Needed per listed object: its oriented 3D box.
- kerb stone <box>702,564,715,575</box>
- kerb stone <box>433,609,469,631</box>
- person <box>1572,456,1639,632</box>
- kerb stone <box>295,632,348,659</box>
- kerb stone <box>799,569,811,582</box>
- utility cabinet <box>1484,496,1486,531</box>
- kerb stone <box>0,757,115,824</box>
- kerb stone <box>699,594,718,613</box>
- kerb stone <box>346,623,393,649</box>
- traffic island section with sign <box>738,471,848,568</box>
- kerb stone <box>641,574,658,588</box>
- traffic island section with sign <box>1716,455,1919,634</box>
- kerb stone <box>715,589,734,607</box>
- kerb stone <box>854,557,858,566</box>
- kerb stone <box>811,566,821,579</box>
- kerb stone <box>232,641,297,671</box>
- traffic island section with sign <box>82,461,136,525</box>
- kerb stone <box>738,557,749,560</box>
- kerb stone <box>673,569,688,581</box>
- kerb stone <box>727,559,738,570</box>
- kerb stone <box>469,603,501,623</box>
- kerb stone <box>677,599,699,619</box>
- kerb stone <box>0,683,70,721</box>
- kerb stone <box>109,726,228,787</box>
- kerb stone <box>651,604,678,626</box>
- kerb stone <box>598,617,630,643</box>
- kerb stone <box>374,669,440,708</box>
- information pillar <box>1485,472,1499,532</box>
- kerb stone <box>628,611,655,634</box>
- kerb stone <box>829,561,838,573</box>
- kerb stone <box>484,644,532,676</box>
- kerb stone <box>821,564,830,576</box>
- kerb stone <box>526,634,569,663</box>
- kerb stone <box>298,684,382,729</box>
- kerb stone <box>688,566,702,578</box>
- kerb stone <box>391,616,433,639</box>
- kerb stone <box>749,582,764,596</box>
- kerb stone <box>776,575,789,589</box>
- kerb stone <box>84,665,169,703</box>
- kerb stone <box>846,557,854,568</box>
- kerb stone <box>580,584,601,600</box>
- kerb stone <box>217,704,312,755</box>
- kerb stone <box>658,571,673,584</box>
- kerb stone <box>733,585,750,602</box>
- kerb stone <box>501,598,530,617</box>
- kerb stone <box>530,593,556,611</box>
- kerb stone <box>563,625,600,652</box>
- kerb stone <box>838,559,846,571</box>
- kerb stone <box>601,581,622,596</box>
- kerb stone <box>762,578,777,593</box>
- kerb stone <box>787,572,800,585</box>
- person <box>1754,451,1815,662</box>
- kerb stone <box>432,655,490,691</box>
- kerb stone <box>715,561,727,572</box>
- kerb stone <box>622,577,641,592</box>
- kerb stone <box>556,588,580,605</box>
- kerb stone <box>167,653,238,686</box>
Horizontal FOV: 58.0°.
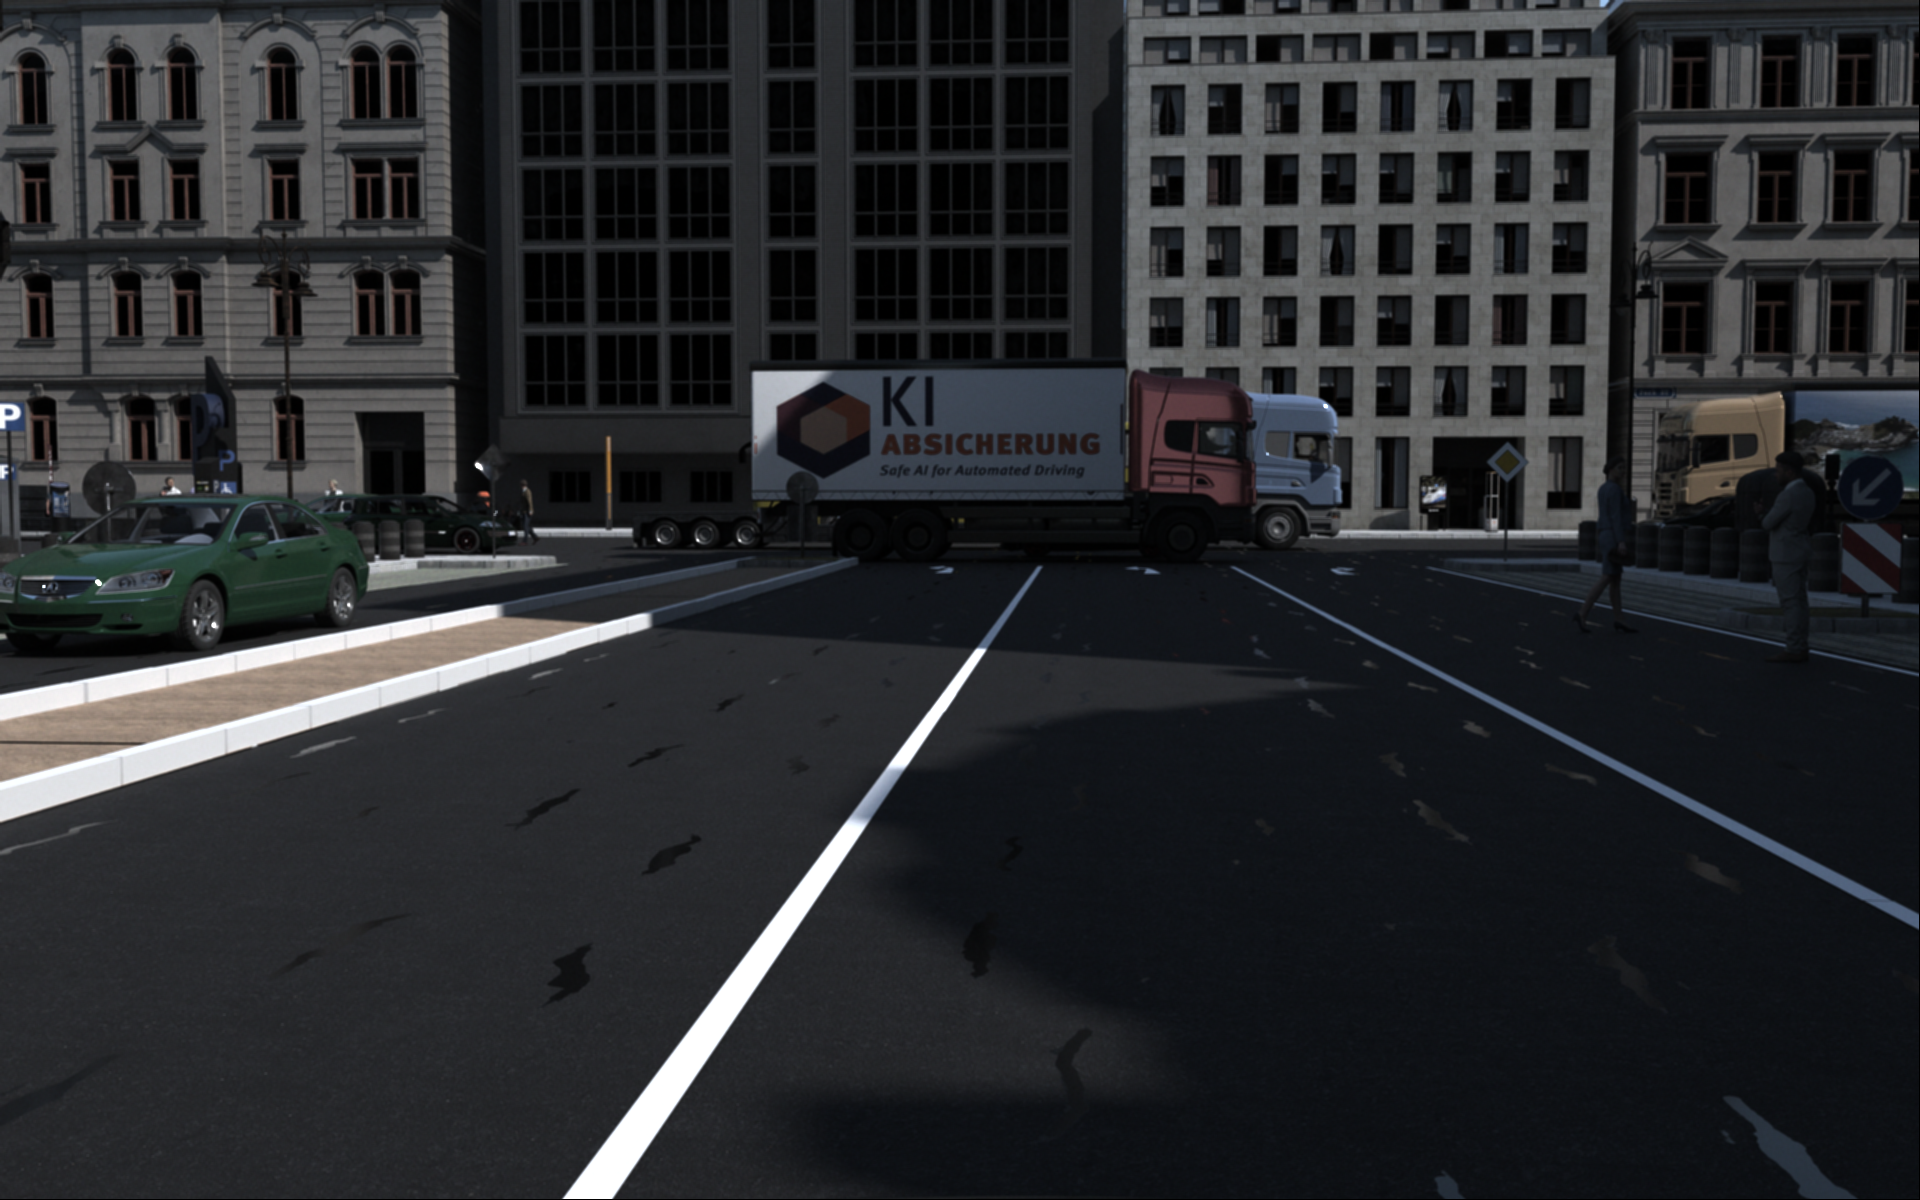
[{"bbox_3d":[-4.560,-0.521,30.747,0.120,0.150,1.000,0,4,4],"label":"kerb stone"},{"bbox_3d":[-5.498,0.229,18.456,0.120,0.150,1.000,0,4,4],"label":"kerb stone"},{"bbox_3d":[6.700,-0.575,17.929,0.654,1.822,0.581,1,4,21],"label":"person"},{"bbox_3d":[-5.739,0.416,15.390,0.120,0.150,1.000,0,4,4],"label":"kerb stone"},{"bbox_3d":[-2.631,-0.383,28.460,0.120,0.150,1.000,0,4,4],"label":"kerb stone"},{"bbox_3d":[18.430,-2.993,60.102,0.306,1.237,1.020,0,4,5],"label":"utility cabinet"},{"bbox_3d":[-4.192,0.871,7.952,0.120,0.150,1.000,0,4,4],"label":"kerb stone"},{"bbox_3d":[-3.174,0.064,21.273,0.120,0.150,1.000,0,4,4],"label":"kerb stone"},{"bbox_3d":[-5.658,0.354,16.412,0.120,0.150,1.000,0,4,4],"label":"kerb stone"},{"bbox_3d":[-3.229,-1.602,34.323,2.006,1.907,1.989,0,4,4],"label":"traffic island section with sign"},{"bbox_3d":[-4.868,-0.272,26.645,0.120,0.150,1.000,0,4,4],"label":"kerb stone"},{"bbox_3d":[9.325,-0.611,18.618,1.989,1.847,2.006,0,4,4],"label":"traffic island section with sign"},{"bbox_3d":[-3.100,-0.006,22.295,0.120,0.150,1.000,0,4,4],"label":"kerb stone"},{"bbox_3d":[-2.156,-0.759,34.610,0.120,0.150,1.000,0,4,4],"label":"kerb stone"},{"bbox_3d":[-2.551,-0.443,29.484,0.120,0.150,1.000,0,4,4],"label":"kerb stone"},{"bbox_3d":[-5.811,0.479,14.364,0.120,0.150,1.000,0,4,4],"label":"kerb stone"},{"bbox_3d":[-10.097,-0.691,19.925,1.989,1.847,2.006,0,4,4],"label":"traffic island section with sign"},{"bbox_3d":[-4.336,-0.712,33.837,0.120,0.150,1.000,0,4,4],"label":"kerb stone"},{"bbox_3d":[-4.721,-0.396,28.697,0.120,0.150,1.000,0,4,4],"label":"kerb stone"},{"bbox_3d":[-4.407,-0.649,32.814,0.120,0.150,1.000,0,4,4],"label":"kerb stone"},{"bbox_3d":[-5.427,0.166,19.482,0.120,0.150,1.000,0,4,4],"label":"kerb stone"},{"bbox_3d":[-3.255,0.120,20.247,0.120,0.150,1.000,0,4,4],"label":"kerb stone"},{"bbox_3d":[-6.053,0.668,11.277,0.120,0.150,1.000,0,4,4],"label":"kerb stone"},{"bbox_3d":[-4.116,0.809,8.974,0.120,0.150,1.000,0,4,4],"label":"kerb stone"},{"bbox_3d":[-3.334,0.182,19.220,0.120,0.150,1.000,0,4,4],"label":"kerb stone"},{"bbox_3d":[-3.494,0.309,17.170,0.120,0.150,1.000,0,4,4],"label":"kerb stone"},{"bbox_3d":[-3.885,0.620,12.055,0.120,0.150,1.000,0,4,4],"label":"kerb stone"},{"bbox_3d":[17.828,-3.273,58.013,0.304,2.012,0.304,-1,4,-16],"label":"information pillar"},{"bbox_3d":[-3.411,0.248,18.191,0.120,0.150,1.000,0,4,4],"label":"kerb stone"},{"bbox_3d":[-2.397,-0.571,31.543,0.120,0.150,1.000,0,4,4],"label":"kerb stone"},{"bbox_3d":[-3.725,0.496,14.098,0.120,0.150,1.000,0,4,4],"label":"kerb stone"},{"bbox_3d":[-2.477,-0.509,30.510,0.120,0.150,1.000,0,4,4],"label":"kerb stone"},{"bbox_3d":[-3.646,0.434,15.120,0.120,0.150,1.000,0,4,4],"label":"kerb stone"},{"bbox_3d":[-3.963,0.684,11.033,0.120,0.150,1.000,0,4,4],"label":"kerb stone"},{"bbox_3d":[-4.644,-0.459,29.725,0.120,0.150,1.000,0,4,4],"label":"kerb stone"},{"bbox_3d":[-5.580,0.291,17.434,0.120,0.150,1.000,0,4,4],"label":"kerb stone"},{"bbox_3d":[-2.954,-0.132,24.358,0.120,0.150,1.000,0,4,4],"label":"kerb stone"},{"bbox_3d":[-2.795,-0.255,26.409,0.120,0.150,1.000,0,4,4],"label":"kerb stone"},{"bbox_3d":[-5.967,0.604,12.314,0.120,0.150,1.000,0,4,4],"label":"kerb stone"},{"bbox_3d":[-2.241,-0.697,33.589,0.120,0.150,1.000,0,4,4],"label":"kerb stone"},{"bbox_3d":[-5.119,-0.083,23.578,0.120,0.150,1.000,0,4,4],"label":"kerb stone"},{"bbox_3d":[-4.044,0.750,10.011,0.120,0.150,1.000,0,4,4],"label":"kerb stone"},{"bbox_3d":[-4.805,-0.331,27.671,0.120,0.150,1.000,0,4,4],"label":"kerb stone"},{"bbox_3d":[-3.017,-0.069,23.322,0.120,0.150,1.000,0,4,4],"label":"kerb stone"},{"bbox_3d":[-5.346,0.110,20.507,0.120,0.150,1.000,0,4,4],"label":"kerb stone"},{"bbox_3d":[-5.272,0.043,21.531,0.120,0.150,1.000,0,4,4],"label":"kerb stone"},{"bbox_3d":[-3.578,0.370,16.148,0.120,0.150,1.000,0,4,4],"label":"kerb stone"},{"bbox_3d":[-2.322,-0.632,32.567,0.120,0.150,1.000,0,4,4],"label":"kerb stone"},{"bbox_3d":[-5.037,-0.147,24.600,0.120,0.150,1.000,0,4,4],"label":"kerb stone"},{"bbox_3d":[-2.872,-0.188,25.386,0.120,0.150,1.000,0,4,4],"label":"kerb stone"},{"bbox_3d":[-2.717,-0.318,27.439,0.120,0.150,1.000,0,4,4],"label":"kerb stone"},{"bbox_3d":[7.084,-0.381,14.911,0.466,1.800,0.511,2,4,31],"label":"person"},{"bbox_3d":[-3.801,0.560,13.076,0.120,0.150,1.000,0,4,4],"label":"kerb stone"},{"bbox_3d":[-4.487,-0.582,31.781,0.120,0.150,1.000,0,4,4],"label":"kerb stone"},{"bbox_3d":[-4.951,-0.210,25.624,0.120,0.150,1.000,0,4,4],"label":"kerb stone"},{"bbox_3d":[-5.188,-0.022,22.553,0.120,0.150,1.000,0,4,4],"label":"kerb stone"},{"bbox_3d":[-5.889,0.547,13.340,0.120,0.150,1.000,0,4,4],"label":"kerb stone"}]
